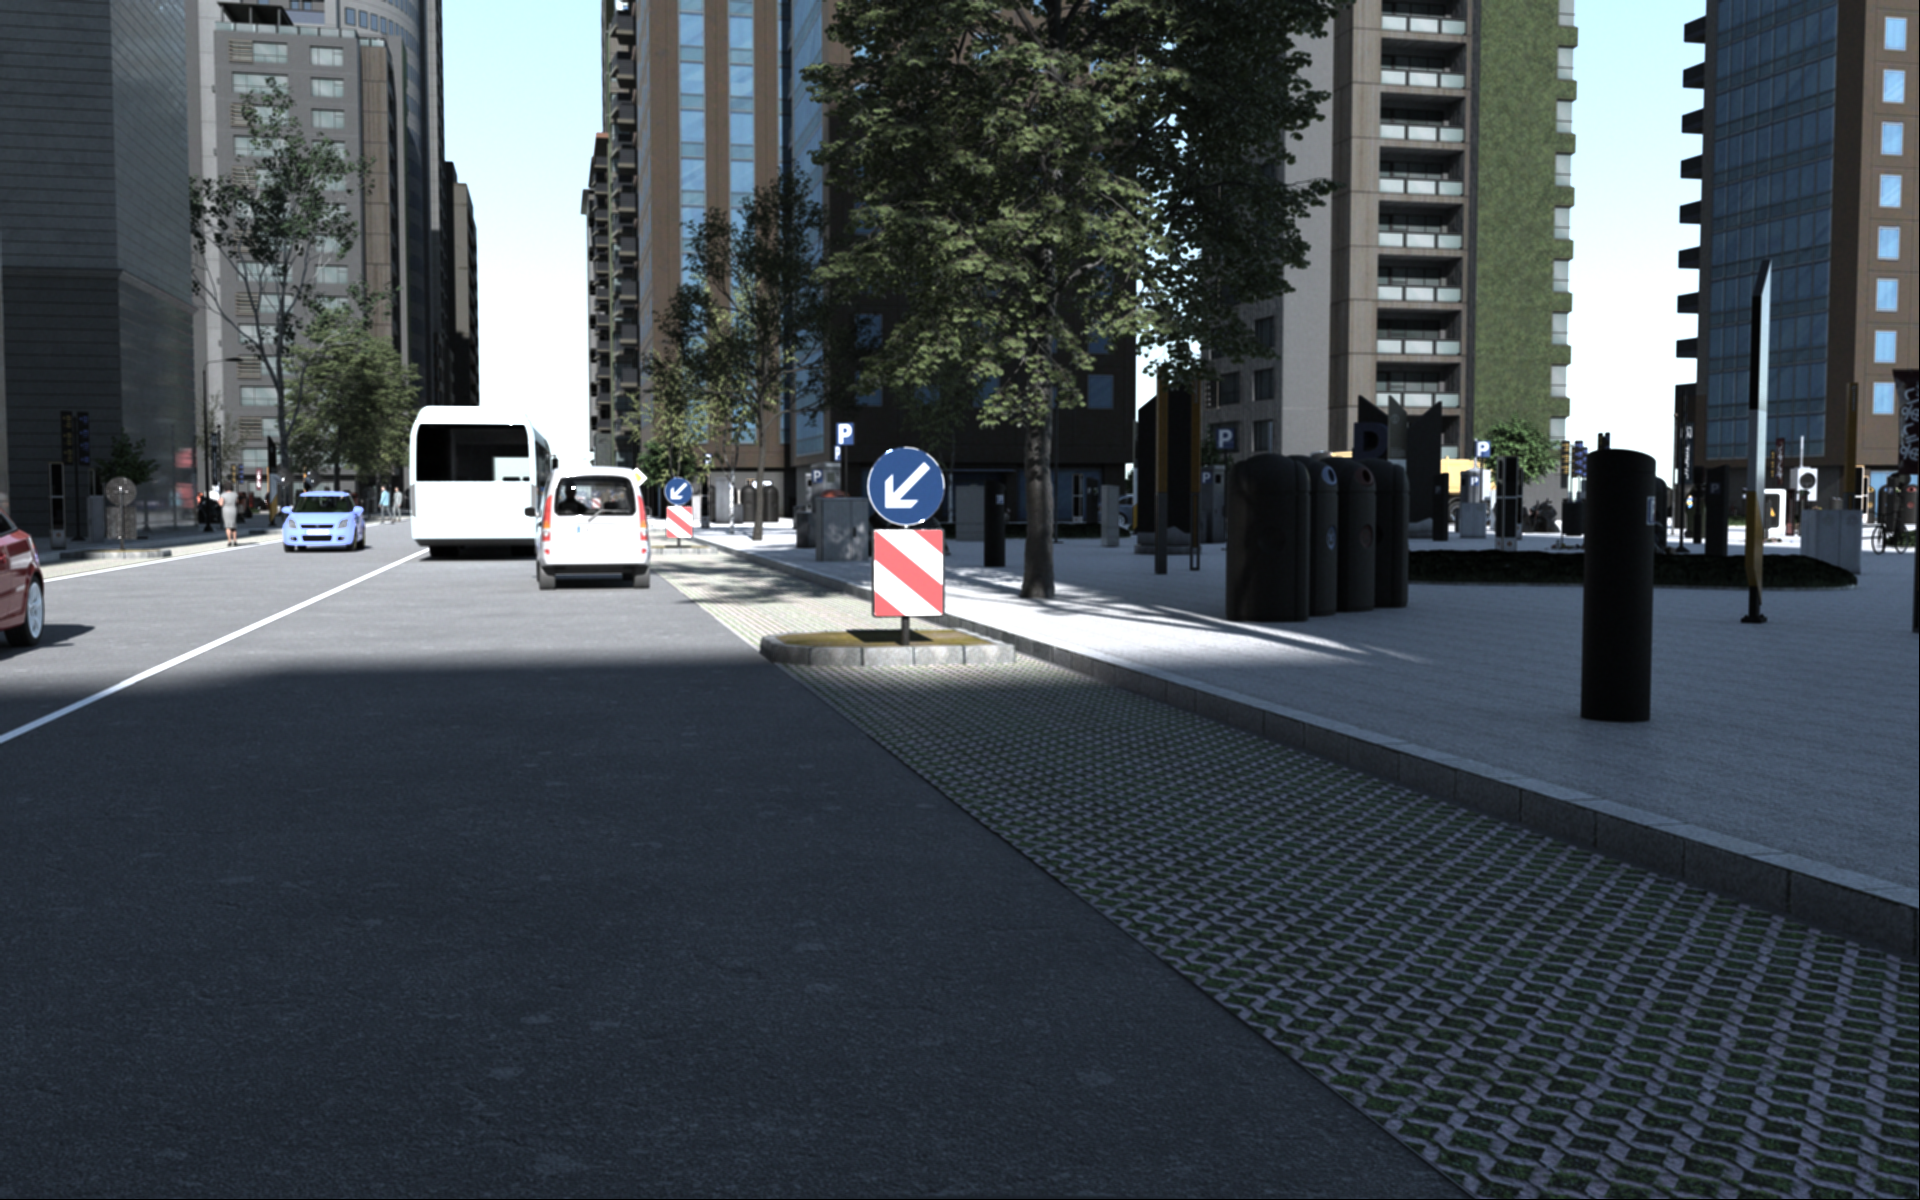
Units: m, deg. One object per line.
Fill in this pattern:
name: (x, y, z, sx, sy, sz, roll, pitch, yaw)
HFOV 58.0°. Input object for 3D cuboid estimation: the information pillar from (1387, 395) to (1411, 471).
information pillar: (10.357, -3.044, 41.125, 0.504, 3.616, 0.183, -1, 4, -20)

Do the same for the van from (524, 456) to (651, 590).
van: (-5.864, -1.249, 27.430, 2.013, 2.044, 4.112, -1, 4, -14)

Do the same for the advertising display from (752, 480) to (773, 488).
advertising display: (-9.318, -4.673, 81.619, 0.974, 1.923, 0.123, 0, 4, 2)

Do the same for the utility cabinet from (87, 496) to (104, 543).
utility cabinet: (-22.720, -2.100, 45.497, 0.306, 1.237, 1.020, -2, 4, -32)

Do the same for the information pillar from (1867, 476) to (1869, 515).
information pillar: (37.681, -4.146, 72.283, 0.304, 2.012, 0.304, 0, 4, 7)

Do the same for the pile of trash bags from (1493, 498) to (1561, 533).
pile of trash bags: (18.983, -2.986, 58.576, 1.912, 1.369, 3.447, 0, 4, 3)

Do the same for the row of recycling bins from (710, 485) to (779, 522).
row of recycling bins: (-10.033, -4.389, 78.869, 3.534, 1.692, 1.069, 0, 4, -6)

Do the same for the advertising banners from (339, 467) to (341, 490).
advertising banners: (-41.021, -7.143, 112.969, 0.090, 3.025, 2.074, 1, 4, 18)

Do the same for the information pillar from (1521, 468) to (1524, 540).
information pillar: (15.513, -2.686, 48.404, 0.304, 2.012, 0.304, -1, 4, -16)

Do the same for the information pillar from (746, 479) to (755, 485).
information pillar: (-10.377, -4.981, 85.936, 0.304, 2.012, 0.304, 3, 5, 44)

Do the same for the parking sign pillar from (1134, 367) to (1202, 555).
parking sign pillar: (4.468, -2.975, 37.119, 1.447, 3.967, 1.447, 3, 4, 36)

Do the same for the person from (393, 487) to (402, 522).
person: (-29.399, -5.007, 90.470, 0.635, 1.810, 0.391, 1, 4, 21)

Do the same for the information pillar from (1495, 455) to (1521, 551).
information pillar: (10.418, -1.744, 33.010, 0.304, 2.012, 0.304, -1, 4, -10)

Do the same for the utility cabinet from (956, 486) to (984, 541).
utility cabinet: (0.485, -2.345, 47.028, 1.173, 1.500, 0.318, 1, 4, 8)

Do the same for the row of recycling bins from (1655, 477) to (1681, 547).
row of recycling bins: (14.391, -1.818, 36.833, 1.069, 1.692, 3.534, 1, 4, 14)

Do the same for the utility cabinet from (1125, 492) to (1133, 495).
utility cabinet: (12.788, -7.345, 128.763, 1.173, 1.500, 0.318, 2, 4, 26)

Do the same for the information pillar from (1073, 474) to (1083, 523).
information pillar: (4.348, -3.639, 63.989, 0.304, 2.012, 0.304, 2, 4, 23)

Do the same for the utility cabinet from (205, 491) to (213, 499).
utility cabinet: (-56.149, -7.432, 130.185, 1.173, 1.500, 0.318, 1, 4, 19)

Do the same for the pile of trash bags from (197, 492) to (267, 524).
pile of trash bags: (-32.660, -4.111, 76.962, 1.912, 1.369, 3.447, 0, 4, 4)

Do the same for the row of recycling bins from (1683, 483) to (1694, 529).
row of recycling bins: (27.697, -3.563, 65.361, 1.069, 1.692, 3.534, 3, 4, 36)

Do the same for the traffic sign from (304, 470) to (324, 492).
traffic sign: (-26.371, -4.103, 70.731, 0.795, 2.450, 0.064, -1, 4, -13)

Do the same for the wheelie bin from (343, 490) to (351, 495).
wheelie bin: (-50.346, -8.221, 142.325, 0.693, 1.594, 0.980, 2, 4, 32)

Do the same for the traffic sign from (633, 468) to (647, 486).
traffic sign: (-12.278, -3.802, 65.807, 0.795, 2.450, 0.064, -1, 4, -13)

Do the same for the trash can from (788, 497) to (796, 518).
trash can: (-8.790, -4.925, 92.173, 0.748, 1.137, 0.748, 0, 3, 0)

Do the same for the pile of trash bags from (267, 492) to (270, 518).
pile of trash bags: (-38.558, -5.099, 93.129, 3.447, 1.369, 1.912, -2, 4, -28)

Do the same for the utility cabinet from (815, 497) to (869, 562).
utility cabinet: (-2.254, -1.350, 33.226, 1.020, 1.237, 0.306, -2, 4, -32)

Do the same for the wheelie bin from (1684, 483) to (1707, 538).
wheelie bin: (21.475, -2.589, 50.243, 0.980, 1.594, 0.693, -3, 5, -40)

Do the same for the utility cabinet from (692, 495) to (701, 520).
utility cabinet: (-12.623, -4.476, 84.350, 1.020, 1.237, 0.306, 3, 5, 40)

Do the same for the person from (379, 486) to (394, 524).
person: (-27.461, -4.553, 82.799, 0.748, 1.841, 0.638, 2, 4, 30)

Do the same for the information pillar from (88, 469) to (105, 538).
information pillar: (-25.332, -2.835, 50.839, 0.304, 2.012, 0.304, 3, 4, 38)

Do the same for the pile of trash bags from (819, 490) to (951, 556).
pile of trash bags: (-1.746, -1.572, 35.449, 1.912, 1.369, 3.447, 2, 4, 32)

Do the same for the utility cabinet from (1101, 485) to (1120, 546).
utility cabinet: (3.684, -2.061, 42.381, 0.318, 1.500, 1.173, 0, 4, -3)

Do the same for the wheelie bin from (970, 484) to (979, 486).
wheelie bin: (0.435, -2.853, 54.555, 0.693, 1.594, 0.980, -1, 4, -22)

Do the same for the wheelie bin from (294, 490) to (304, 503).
wheelie bin: (-48.562, -7.316, 127.522, 0.980, 1.594, 0.693, 0, 4, 8)

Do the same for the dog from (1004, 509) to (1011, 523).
dog: (1.917, -3.466, 73.504, 0.513, 0.831, 0.800, 0, 3, 0)

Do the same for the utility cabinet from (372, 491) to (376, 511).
utility cabinet: (-44.578, -7.519, 131.612, 1.173, 1.500, 0.318, 2, 4, 23)

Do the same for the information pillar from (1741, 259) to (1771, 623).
information pillar: (7.908, -1.579, 17.173, 0.183, 3.616, 0.504, 2, 4, 34)

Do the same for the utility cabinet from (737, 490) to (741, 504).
utility cabinet: (-11.499, -5.073, 91.626, 1.173, 1.500, 0.318, 0, 4, 7)

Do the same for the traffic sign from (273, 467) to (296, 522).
traffic sign: (-24.544, -3.628, 62.957, 0.795, 2.450, 0.064, -1, 4, -13)

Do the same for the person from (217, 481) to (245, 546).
person: (-19.878, -2.347, 47.230, 0.532, 1.782, 0.716, 3, 5, 43)

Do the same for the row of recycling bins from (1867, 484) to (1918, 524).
row of recycling bins: (40.213, -4.101, 74.169, 3.534, 1.692, 1.069, 2, 4, 23)

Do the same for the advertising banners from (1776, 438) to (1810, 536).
advertising banners: (25.572, -3.490, 53.250, 0.090, 3.025, 2.074, 0, 4, -1)

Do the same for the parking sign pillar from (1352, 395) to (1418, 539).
parking sign pillar: (11.262, -3.568, 46.805, 1.447, 3.967, 1.447, -3, 5, -45)

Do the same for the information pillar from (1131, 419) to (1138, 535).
information pillar: (5.658, -3.864, 54.537, 0.504, 3.616, 0.183, -2, 4, -27)

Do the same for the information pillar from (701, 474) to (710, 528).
information pillar: (-9.539, -3.696, 64.918, 0.304, 2.012, 0.304, 0, 4, 1)

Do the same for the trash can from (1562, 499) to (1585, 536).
trash can: (18.791, -2.528, 52.989, 0.748, 1.137, 0.748, 0, 3, 0)

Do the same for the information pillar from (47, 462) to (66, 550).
information pillar: (-20.920, -2.179, 40.117, 0.304, 2.012, 0.304, -2, 4, -34)

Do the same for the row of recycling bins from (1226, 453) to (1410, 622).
row of recycling bins: (3.883, -0.713, 18.769, 1.069, 1.692, 3.534, 3, 4, 36)

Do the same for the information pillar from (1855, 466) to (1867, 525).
information pillar: (23.252, -2.478, 45.003, 0.304, 2.012, 0.304, 1, 4, 9)

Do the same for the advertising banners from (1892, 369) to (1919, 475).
advertising banners: (14.087, -1.721, 24.323, 2.074, 3.025, 0.090, 0, 4, 1)

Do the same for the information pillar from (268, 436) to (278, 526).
information pillar: (-27.704, -4.798, 69.797, 0.183, 3.616, 0.504, 1, 4, 8)

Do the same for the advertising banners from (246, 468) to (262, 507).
advertising banners: (-48.016, -7.403, 117.220, 2.074, 3.025, 0.090, 1, 4, 22)

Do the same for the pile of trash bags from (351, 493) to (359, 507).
pile of trash bags: (-38.870, -6.087, 109.270, 1.912, 1.369, 3.447, 0, 4, 7)

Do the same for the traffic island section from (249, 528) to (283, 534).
traffic island section: (-24.566, -2.491, 63.013, 2.009, 0.180, 2.903, -1, 4, -13)

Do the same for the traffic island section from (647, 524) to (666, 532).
traffic island section: (-12.257, -2.667, 65.889, 2.009, 0.180, 2.903, -1, 4, -13)
